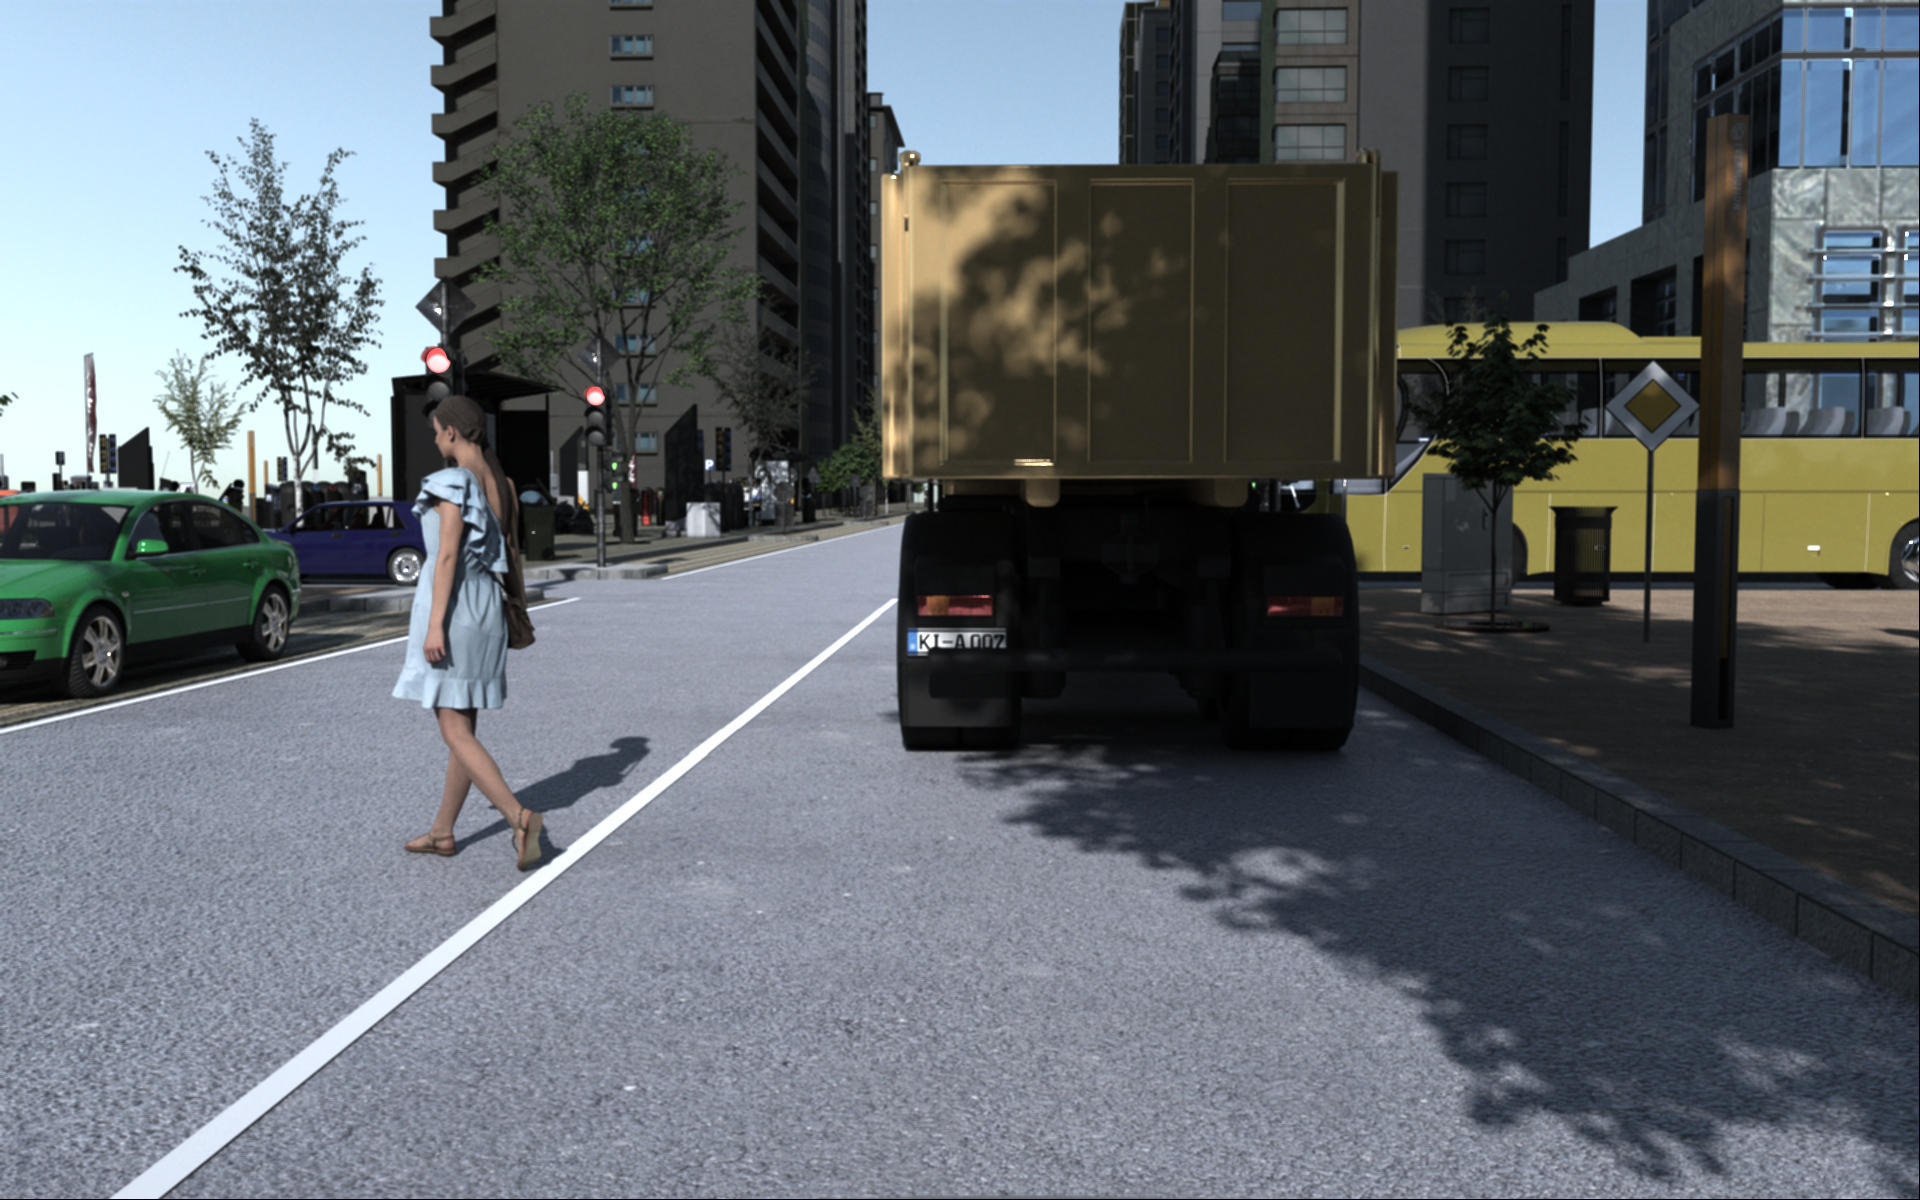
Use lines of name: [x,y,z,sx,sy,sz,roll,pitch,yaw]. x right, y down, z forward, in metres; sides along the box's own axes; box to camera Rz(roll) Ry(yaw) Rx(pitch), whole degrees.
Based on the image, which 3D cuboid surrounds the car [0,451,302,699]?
car: [-6.800,-0.287,13.486,1.959,1.807,4.718,0,4,2]

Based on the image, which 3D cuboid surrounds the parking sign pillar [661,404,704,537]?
parking sign pillar: [-8.342,-3.912,52.426,1.447,3.967,1.447,3,4,38]

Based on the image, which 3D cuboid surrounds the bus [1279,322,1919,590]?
bus: [10.652,-2.062,25.262,12.252,3.916,2.896,0,4,1]

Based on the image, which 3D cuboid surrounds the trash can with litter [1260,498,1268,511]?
trash can with litter: [5.942,-1.298,32.277,1.678,1.210,2.233,2,4,27]

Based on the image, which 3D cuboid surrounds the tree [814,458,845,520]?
tree: [-6.696,-5.527,84.974,1.663,3.219,1.824,0,3,0]

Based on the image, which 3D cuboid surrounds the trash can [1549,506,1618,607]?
trash can: [7.141,-0.503,19.873,0.748,1.137,0.748,0,3,0]

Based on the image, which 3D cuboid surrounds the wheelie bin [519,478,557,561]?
wheelie bin: [-8.120,-1.557,33.365,0.693,1.594,0.980,-1,4,-13]

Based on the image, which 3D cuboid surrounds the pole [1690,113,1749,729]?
pole: [4.143,-0.954,9.443,0.158,3.312,0.155,0,3,0]

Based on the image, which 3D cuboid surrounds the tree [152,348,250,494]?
tree: [-38.798,-8.432,88.221,4.737,8.622,4.395,0,3,0]

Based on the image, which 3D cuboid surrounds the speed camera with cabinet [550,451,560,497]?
speed camera with cabinet: [-18.559,-5.267,80.453,0.660,3.252,2.038,2,4,32]

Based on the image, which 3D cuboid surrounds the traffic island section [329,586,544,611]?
traffic island section: [-6.639,-0.011,22.457,2.009,0.180,2.903,0,4,2]

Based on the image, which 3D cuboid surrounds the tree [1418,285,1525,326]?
tree: [17.212,-6.754,60.788,4.360,8.622,3.978,0,3,0]

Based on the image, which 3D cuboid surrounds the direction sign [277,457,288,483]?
direction sign: [-41.459,-6.974,106.028,0.876,3.537,0.379,2,4,31]

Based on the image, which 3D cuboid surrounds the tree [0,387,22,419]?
tree: [-9.243,-1.232,14.745,1.663,3.219,1.824,0,3,0]

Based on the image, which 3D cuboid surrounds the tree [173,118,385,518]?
tree: [-13.161,-5.127,34.184,4.360,8.622,3.978,0,3,0]

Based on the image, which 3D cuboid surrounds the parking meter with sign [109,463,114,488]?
parking meter with sign: [-47.927,-6.197,97.578,0.543,3.016,1.738,-1,4,-18]

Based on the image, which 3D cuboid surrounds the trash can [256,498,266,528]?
trash can: [-26.319,-3.295,65.522,0.748,1.137,0.748,0,3,0]

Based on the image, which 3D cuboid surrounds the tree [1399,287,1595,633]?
tree: [5.056,-1.323,16.231,1.663,3.219,1.824,0,3,0]

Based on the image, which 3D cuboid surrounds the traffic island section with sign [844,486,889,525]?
traffic island section with sign: [-4.319,-4.376,80.168,1.989,1.847,2.006,0,4,2]

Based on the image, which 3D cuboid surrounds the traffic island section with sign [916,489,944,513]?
traffic island section with sign: [-2.305,-7.436,130.201,1.989,1.847,2.006,0,4,2]

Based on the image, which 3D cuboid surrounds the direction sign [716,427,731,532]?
direction sign: [-8.043,-4.095,58.954,0.379,3.537,0.876,2,4,26]

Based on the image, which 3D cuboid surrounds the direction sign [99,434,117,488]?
direction sign: [-32.277,-4.506,65.674,0.876,3.537,0.379,2,4,26]

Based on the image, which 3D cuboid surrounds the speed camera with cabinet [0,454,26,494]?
speed camera with cabinet: [-47.087,-5.587,85.679,0.660,3.252,2.038,0,4,6]

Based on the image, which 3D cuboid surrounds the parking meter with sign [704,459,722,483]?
parking meter with sign: [-12.375,-5.598,87.784,0.543,3.016,1.738,1,4,13]

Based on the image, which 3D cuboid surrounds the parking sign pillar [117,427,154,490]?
parking sign pillar: [-33.234,-4.978,69.856,1.447,3.967,1.447,0,4,5]

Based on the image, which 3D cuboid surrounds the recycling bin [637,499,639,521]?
recycling bin: [-15.760,-4.270,82.366,0.722,1.027,0.722,-3,4,-38]

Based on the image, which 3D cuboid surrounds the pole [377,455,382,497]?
pole: [-29.918,-5.840,89.327,0.158,3.312,0.155,0,3,0]

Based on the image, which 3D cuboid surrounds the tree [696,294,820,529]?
tree: [-7.396,-6.885,62.925,4.360,8.622,3.978,0,3,0]

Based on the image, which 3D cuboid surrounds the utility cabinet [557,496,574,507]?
utility cabinet: [-13.078,-2.833,57.483,0.306,1.237,1.020,-2,4,-30]

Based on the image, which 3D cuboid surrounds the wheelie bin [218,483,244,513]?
wheelie bin: [-20.593,-2.511,48.957,0.693,1.594,0.980,-2,4,-23]

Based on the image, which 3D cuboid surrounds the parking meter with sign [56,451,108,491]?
parking meter with sign: [-36.040,-4.574,71.047,1.738,3.016,0.543,0,4,-1]

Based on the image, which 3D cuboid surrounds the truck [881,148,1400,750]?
truck: [1.021,-1.065,13.345,3.469,3.379,9.791,0,4,2]

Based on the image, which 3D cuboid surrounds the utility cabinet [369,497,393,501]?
utility cabinet: [-14.776,-2.045,44.594,1.020,1.237,0.306,2,4,34]

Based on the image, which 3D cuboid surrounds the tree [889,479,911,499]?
tree: [-4.618,-12.326,151.887,4.360,8.622,3.978,0,3,0]

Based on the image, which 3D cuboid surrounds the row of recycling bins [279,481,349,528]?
row of recycling bins: [-20.702,-2.972,55.697,1.069,1.692,3.534,1,4,13]

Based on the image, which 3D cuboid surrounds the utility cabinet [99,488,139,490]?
utility cabinet: [-28.639,-3.081,59.045,1.173,1.500,0.318,-1,4,-14]

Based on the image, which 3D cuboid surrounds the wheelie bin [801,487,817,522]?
wheelie bin: [-6.943,-4.370,79.357,0.693,1.594,0.980,-1,4,-15]

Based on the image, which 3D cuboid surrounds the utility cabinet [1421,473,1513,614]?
utility cabinet: [5.476,-0.610,18.646,1.173,1.500,0.318,-3,4,-37]

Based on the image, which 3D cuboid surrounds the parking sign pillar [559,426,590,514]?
parking sign pillar: [-15.410,-4.938,69.212,1.447,3.967,1.447,3,4,37]

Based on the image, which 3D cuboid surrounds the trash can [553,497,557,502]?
trash can: [-17.514,-3.866,74.860,0.748,1.137,0.748,0,3,0]

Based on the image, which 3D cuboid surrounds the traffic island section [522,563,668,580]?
traffic island section: [-6.317,-0.499,30.435,2.009,0.180,2.903,0,4,2]

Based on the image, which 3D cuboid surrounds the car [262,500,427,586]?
car: [-9.833,-0.926,27.727,3.894,1.354,1.945,0,4,3]

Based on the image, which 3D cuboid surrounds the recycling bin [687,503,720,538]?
recycling bin: [-7.489,-2.326,50.582,0.722,1.027,0.722,2,4,35]

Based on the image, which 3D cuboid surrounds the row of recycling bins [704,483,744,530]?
row of recycling bins: [-8.646,-3.444,63.428,1.069,1.692,3.534,1,4,8]

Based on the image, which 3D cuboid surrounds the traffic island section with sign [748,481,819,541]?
traffic island section with sign: [-5.395,-2.728,53.234,1.989,1.847,2.006,0,4,2]

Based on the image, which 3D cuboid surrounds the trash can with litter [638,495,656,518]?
trash can with litter: [-16.615,-5.264,97.118,2.233,1.210,1.678,2,4,30]

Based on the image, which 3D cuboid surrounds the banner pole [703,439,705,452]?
banner pole: [-11.895,-5.441,78.972,0.863,3.779,0.401,1,4,22]

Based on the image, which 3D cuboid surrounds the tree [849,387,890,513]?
tree: [-5.109,-10.064,114.910,4.737,8.622,4.395,0,3,0]

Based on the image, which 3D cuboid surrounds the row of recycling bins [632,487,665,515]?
row of recycling bins: [-18.647,-6.006,105.305,3.534,1.692,1.069,1,4,19]

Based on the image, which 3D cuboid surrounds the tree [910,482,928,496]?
tree: [-3.663,-9.892,156.337,1.663,3.219,1.824,0,3,0]

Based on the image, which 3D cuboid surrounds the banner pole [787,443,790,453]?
banner pole: [-8.418,-5.802,84.884,0.401,3.779,0.863,-1,4,-13]

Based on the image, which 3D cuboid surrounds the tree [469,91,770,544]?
tree: [-8.636,-7.265,44.542,9.928,11.665,9.643,0,3,0]

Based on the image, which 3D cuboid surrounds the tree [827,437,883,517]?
tree: [-5.934,-6.900,96.522,4.285,4.588,4.351,0,3,0]

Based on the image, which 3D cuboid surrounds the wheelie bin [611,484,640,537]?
wheelie bin: [-10.032,-2.697,52.007,0.693,1.594,0.980,-3,5,-39]
